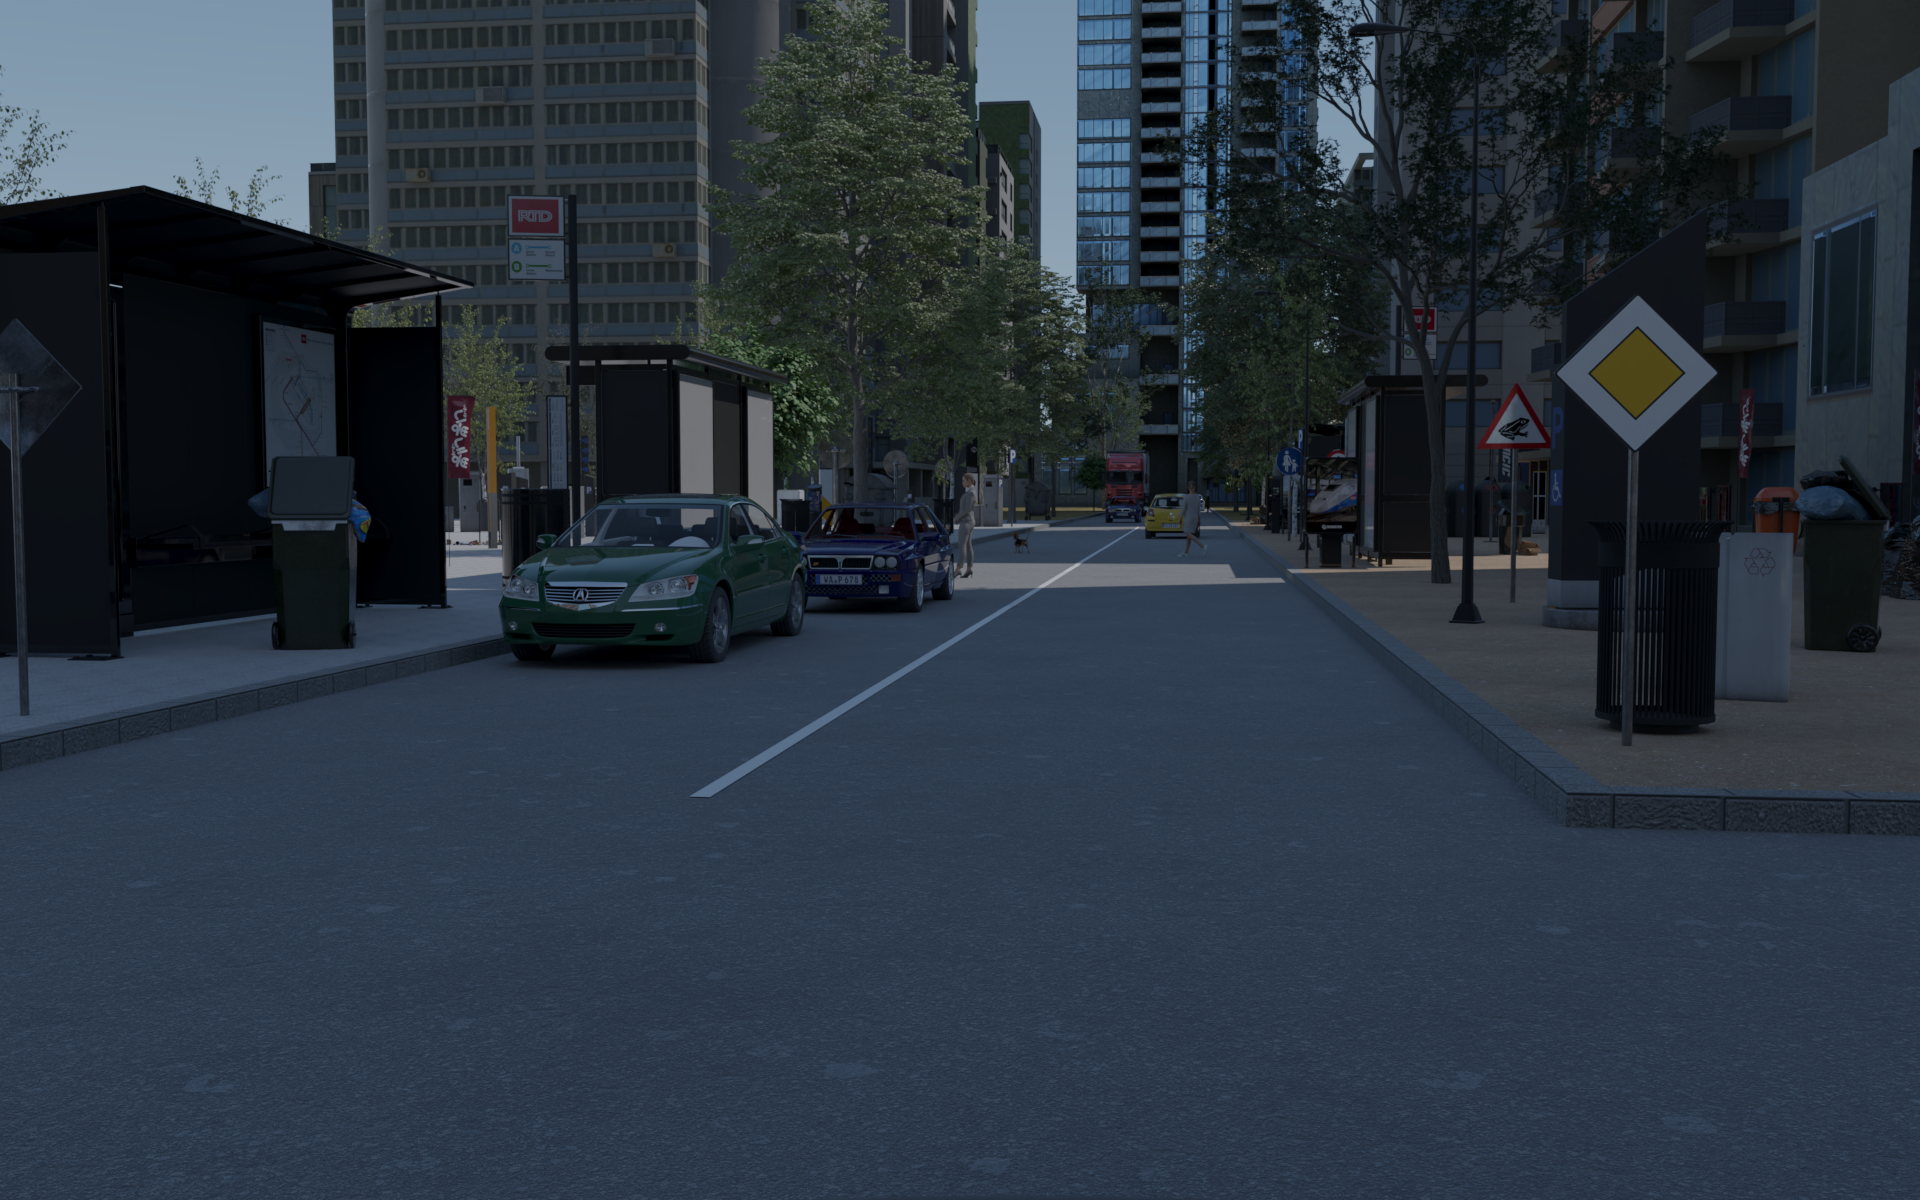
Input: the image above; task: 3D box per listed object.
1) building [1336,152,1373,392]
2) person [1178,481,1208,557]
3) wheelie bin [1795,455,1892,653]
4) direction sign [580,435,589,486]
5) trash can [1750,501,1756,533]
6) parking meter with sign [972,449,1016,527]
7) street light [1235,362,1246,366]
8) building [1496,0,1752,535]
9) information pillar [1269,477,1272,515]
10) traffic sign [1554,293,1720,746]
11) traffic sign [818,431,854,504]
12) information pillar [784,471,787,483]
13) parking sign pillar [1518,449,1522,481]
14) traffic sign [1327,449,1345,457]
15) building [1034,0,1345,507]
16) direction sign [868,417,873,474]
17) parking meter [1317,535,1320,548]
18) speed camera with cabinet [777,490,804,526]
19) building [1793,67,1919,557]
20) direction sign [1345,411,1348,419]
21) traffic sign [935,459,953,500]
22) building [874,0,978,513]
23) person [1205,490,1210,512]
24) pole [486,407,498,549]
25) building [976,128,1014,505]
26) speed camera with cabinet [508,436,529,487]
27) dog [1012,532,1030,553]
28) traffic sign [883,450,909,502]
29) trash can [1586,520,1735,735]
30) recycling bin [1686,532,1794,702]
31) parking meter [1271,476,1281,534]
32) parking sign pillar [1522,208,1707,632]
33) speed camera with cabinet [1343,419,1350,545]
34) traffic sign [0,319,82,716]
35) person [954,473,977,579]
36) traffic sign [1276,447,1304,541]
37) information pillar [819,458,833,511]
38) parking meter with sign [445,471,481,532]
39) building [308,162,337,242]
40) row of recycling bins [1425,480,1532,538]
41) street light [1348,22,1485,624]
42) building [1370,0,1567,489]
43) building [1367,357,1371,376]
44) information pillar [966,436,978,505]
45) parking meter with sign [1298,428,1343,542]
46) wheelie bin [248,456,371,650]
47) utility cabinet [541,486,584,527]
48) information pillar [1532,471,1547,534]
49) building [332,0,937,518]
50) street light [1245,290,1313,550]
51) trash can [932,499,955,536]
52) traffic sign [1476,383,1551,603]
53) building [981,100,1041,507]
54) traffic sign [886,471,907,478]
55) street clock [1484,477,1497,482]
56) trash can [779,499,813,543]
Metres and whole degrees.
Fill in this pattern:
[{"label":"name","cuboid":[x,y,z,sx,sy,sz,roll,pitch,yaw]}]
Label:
[{"label":"building","cuboid":[53.326,-30.232,186.174,23.993,40.220,32.217,0,4,8]},{"label":"person","cuboid":[5.286,-1.834,39.236,0.760,1.731,0.466,2,4,29]},{"label":"wheelie bin","cuboid":[7.273,-0.390,14.283,0.693,1.594,0.980,2,4,30]},{"label":"direction sign","cuboid":[-14.672,-4.583,66.929,0.876,3.537,0.379,2,4,33]},{"label":"trash can","cuboid":[17.464,-1.578,37.462,0.748,1.137,0.748,0,3,0]},{"label":"parking meter with sign","cuboid":[1.300,-4.375,67.793,1.738,3.016,0.543,2,4,29]},{"label":"street light","cuboid":[10.345,-5.420,61.164,1.470,5.913,1.316,0,4,8]},{"label":"building","cuboid":[32.642,-24.823,60.478,22.147,44.769,28.867,0,4,8]},{"label":"information pillar","cuboid":[13.454,-4.310,74.961,0.304,2.012,0.304,0,4,0]},{"label":"traffic sign","cuboid":[3.398,-0.314,8.770,0.795,2.450,0.064,0,4,8]},{"label":"traffic sign","cuboid":[-2.501,-2.120,34.766,0.768,2.556,0.104,1,4,13]},{"label":"information pillar","cuboid":[-8.495,-5.686,84.321,0.183,3.616,0.504,-1,4,-13]},{"label":"parking sign pillar","cuboid":[26.143,-5.535,78.976,1.447,3.967,1.447,0,4,4]},{"label":"traffic sign","cuboid":[10.829,-3.027,49.601,0.768,2.556,0.104,1,4,15]},{"label":"building","cuboid":[24.396,-53.229,182.971,31.000,86.520,22.319,0,4,8]},{"label":"direction sign","cuboid":[-2.641,-3.623,51.237,0.379,3.537,0.876,0,4,4]},{"label":"parking meter","cuboid":[8.714,-2.170,41.186,0.399,1.863,0.255,2,4,27]},{"label":"speed camera with cabinet","cuboid":[-7.412,-4.673,70.740,2.038,3.252,0.660,1,4,15]},{"label":"building","cuboid":[29.727,-43.334,21.177,31.000,86.520,22.319,0,4,8]},{"label":"direction sign","cuboid":[10.598,-3.367,47.051,0.379,3.537,0.876,0,4,-6]},{"label":"traffic sign","cuboid":[-0.555,-3.841,62.904,0.768,2.556,0.104,1,4,13]},{"label":"building","cuboid":[-6.621,-26.507,116.978,14.154,41.232,14.086,0,4,8]},{"label":"person","cuboid":[19.249,-7.703,135.178,0.721,1.736,1.217,1,4,11]},{"label":"pole","cuboid":[-10.986,-2.862,40.640,0.158,3.312,0.155,0,3,0]},{"label":"building","cuboid":[-2.735,-22.939,146.759,14.107,30.474,14.160,0,4,8]},{"label":"speed camera with cabinet","cuboid":[-14.504,-3.995,59.656,2.038,3.252,0.660,-1,4,-19]},{"label":"dog","cuboid":[1.473,-1.394,42.077,0.540,0.507,0.406,1,4,16]},{"label":"traffic sign","cuboid":[-1.861,-3.051,49.986,0.768,2.556,0.104,1,4,15]},{"label":"trash can","cuboid":[3.789,0.137,9.420,0.748,1.137,0.748,0,3,0]},{"label":"recycling bin","cuboid":[4.918,0.090,11.086,0.722,1.027,0.722,2,4,26]},{"label":"parking meter","cuboid":[10.265,-3.092,56.266,0.255,1.863,0.399,1,4,14]},{"label":"parking sign pillar","cuboid":[6.391,-1.723,16.640,1.447,3.967,1.447,0,4,1]},{"label":"speed camera with cabinet","cuboid":[10.223,-3.081,44.714,0.660,3.252,2.038,0,4,8]},{"label":"traffic sign","cuboid":[-5.415,-0.387,9.969,0.795,2.450,0.064,0,4,8]},{"label":"person","cuboid":[0.019,-1.267,29.491,0.573,1.790,0.520,-1,4,-14]},{"label":"traffic sign","cuboid":[8.987,-2.881,47.204,0.768,2.556,0.104,0,4,8]},{"label":"information pillar","cuboid":[-4.525,-4.112,58.579,0.504,3.616,0.183,-2,4,-33]},{"label":"parking meter with sign","cuboid":[-16.529,-3.796,58.327,1.738,3.016,0.543,-1,4,-19]},{"label":"building","cuboid":[-47.332,-23.312,152.852,14.107,30.474,14.160,0,4,8]},{"label":"row of recycling bins","cuboid":[15.240,-2.712,51.449,3.534,1.692,1.069,-1,4,-11]},{"label":"street light","cuboid":[4.520,-2.730,17.171,1.470,5.913,1.316,0,4,8]},{"label":"building","cuboid":[35.207,-34.238,101.783,21.231,58.520,28.212,0,4,8]},{"label":"building","cuboid":[40.558,-50.017,130.453,22.319,86.520,31.000,0,4,8]},{"label":"information pillar","cuboid":[0.485,-4.796,69.766,0.504,3.616,0.183,-1,4,-8]},{"label":"parking meter with sign","cuboid":[9.937,-3.056,46.234,1.738,3.016,0.543,0,4,-2]},{"label":"wheelie bin","cuboid":[-5.410,-0.401,14.459,0.980,1.594,0.693,-1,4,-12]},{"label":"utility cabinet","cuboid":[-11.334,-2.490,49.387,1.173,1.500,0.318,-2,4,-26]},{"label":"information pillar","cuboid":[18.631,-3.131,55.688,0.304,2.012,0.304,-1,4,-13]},{"label":"building","cuboid":[-18.059,-24.907,99.105,32.217,40.220,23.993,0,4,8]},{"label":"street light","cuboid":[7.368,-4.099,39.555,1.470,5.913,1.316,0,4,8]},{"label":"trash can","cuboid":[-0.505,-2.568,53.648,0.748,1.137,0.748,0,3,0]},{"label":"traffic sign","cuboid":[6.536,-1.248,20.415,0.884,2.594,0.081,1,4,14]},{"label":"building","cuboid":[1.173,-30.622,184.263,14.086,41.232,14.154,0,4,8]},{"label":"traffic sign","cuboid":[-2.073,-3.421,56.033,0.768,2.556,0.104,1,4,11]},{"label":"street clock","cuboid":[21.871,-4.094,71.503,0.471,2.002,0.358,2,4,31]},{"label":"trash can","cuboid":[-3.800,-1.753,40.309,0.748,1.137,0.748,0,3,0]}]
